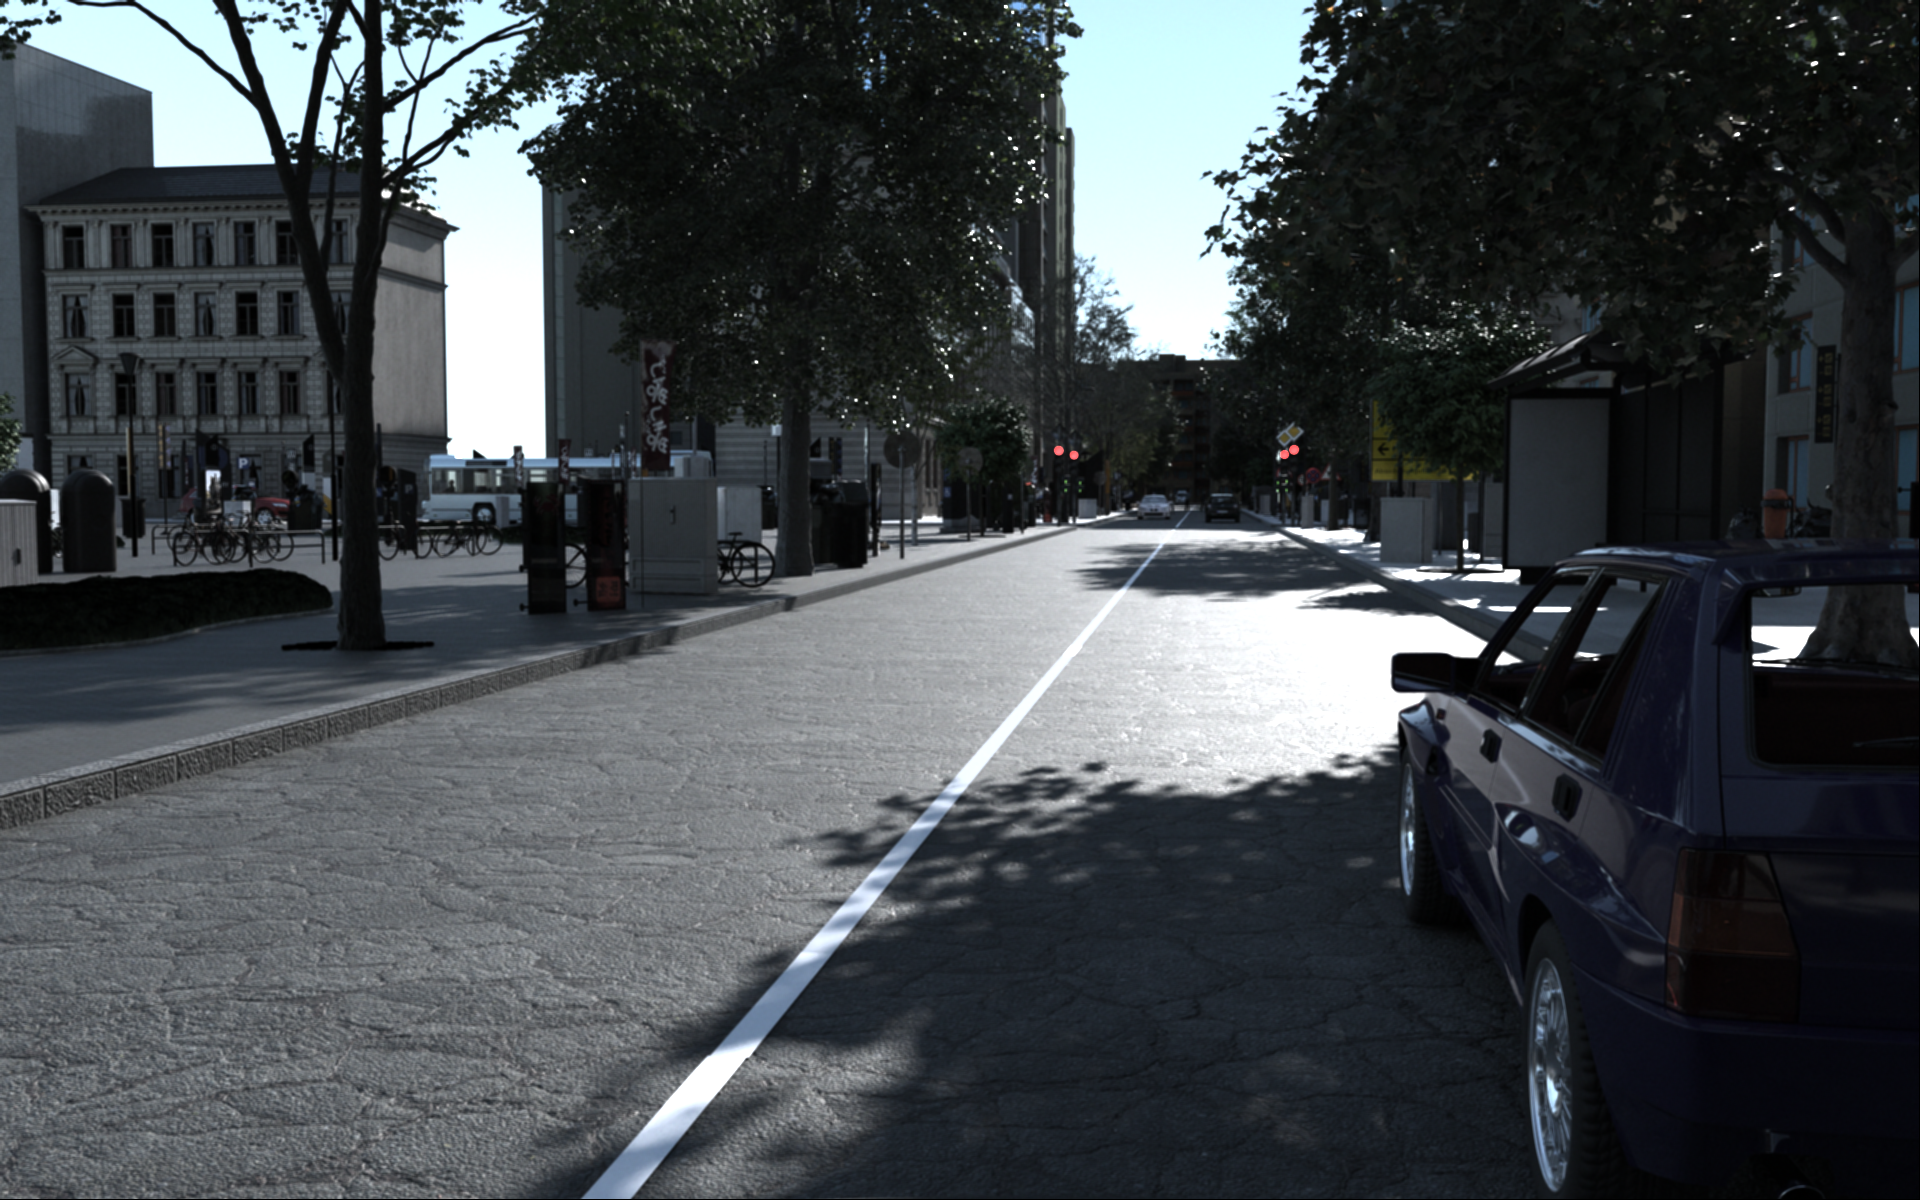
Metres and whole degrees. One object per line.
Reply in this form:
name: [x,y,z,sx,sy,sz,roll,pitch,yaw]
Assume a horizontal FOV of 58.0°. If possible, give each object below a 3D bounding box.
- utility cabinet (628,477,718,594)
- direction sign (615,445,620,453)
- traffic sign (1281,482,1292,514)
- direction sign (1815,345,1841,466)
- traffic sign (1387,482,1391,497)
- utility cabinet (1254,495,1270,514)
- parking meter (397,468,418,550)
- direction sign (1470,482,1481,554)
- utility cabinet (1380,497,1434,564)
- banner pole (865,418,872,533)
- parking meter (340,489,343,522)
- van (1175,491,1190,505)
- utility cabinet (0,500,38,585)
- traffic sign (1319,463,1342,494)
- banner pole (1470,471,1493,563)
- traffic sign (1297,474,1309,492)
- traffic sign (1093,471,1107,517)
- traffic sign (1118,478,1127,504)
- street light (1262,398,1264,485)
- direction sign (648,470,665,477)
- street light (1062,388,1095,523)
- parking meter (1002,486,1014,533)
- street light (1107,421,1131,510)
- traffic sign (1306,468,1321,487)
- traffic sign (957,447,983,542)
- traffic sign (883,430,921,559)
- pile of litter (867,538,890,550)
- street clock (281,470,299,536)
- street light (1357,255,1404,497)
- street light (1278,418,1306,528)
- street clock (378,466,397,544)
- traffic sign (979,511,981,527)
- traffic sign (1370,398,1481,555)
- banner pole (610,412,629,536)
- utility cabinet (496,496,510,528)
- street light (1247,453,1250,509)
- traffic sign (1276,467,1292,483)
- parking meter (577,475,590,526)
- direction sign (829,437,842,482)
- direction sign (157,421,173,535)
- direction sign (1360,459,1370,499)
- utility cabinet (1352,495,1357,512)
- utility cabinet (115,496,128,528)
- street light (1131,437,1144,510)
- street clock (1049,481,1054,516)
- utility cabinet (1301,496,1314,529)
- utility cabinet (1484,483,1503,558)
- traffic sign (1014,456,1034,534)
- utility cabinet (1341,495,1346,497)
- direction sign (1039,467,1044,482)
utility cabinet: [-3.696,-0.830,22.249,1.173,1.500,0.318,2,4,25]
direction sign: [-15.611,-5.349,79.452,0.379,3.537,0.876,-2,4,-34]
traffic sign: [21.269,-6.890,112.653,0.884,2.594,0.081,1,4,14]
direction sign: [13.283,-2.094,26.241,0.379,3.537,0.876,-1,4,-17]
traffic sign: [9.763,-2.403,39.391,0.768,2.556,0.104,1,4,10]
utility cabinet: [20.564,-6.565,118.497,0.306,1.237,1.020,-2,4,-34]
parking meter: [-12.658,-2.079,39.697,0.399,1.863,0.255,-3,4,-38]
direction sign: [11.237,-2.776,37.377,0.876,3.537,0.379,0,4,6]
utility cabinet: [8.327,-1.293,32.296,0.306,1.237,1.020,-3,4,-36]
banner pole: [-3.070,-4.112,57.251,0.401,3.779,0.863,-1,4,-14]
parking meter: [-28.652,-4.417,80.624,0.372,1.533,0.369,0,3,0]
van: [28.796,-13.286,224.241,2.013,2.044,4.112,0,4,8]
utility cabinet: [-11.271,-0.557,20.267,0.306,1.237,1.020,1,4,11]
traffic sign: [14.343,-4.109,67.181,0.884,2.594,0.081,1,4,13]
banner pole: [9.685,-2.560,31.874,0.401,3.779,0.863,0,4,4]
traffic sign: [21.338,-6.581,107.703,0.768,2.556,0.104,1,4,16]
traffic sign: [7.773,-5.889,96.393,0.768,2.556,0.104,1,4,14]
traffic sign: [12.675,-8.258,135.122,0.768,2.556,0.104,1,4,9]
street light: [15.042,-6.795,83.634,1.470,5.913,1.316,0,4,8]
direction sign: [-10.443,-4.125,59.438,0.876,3.537,0.379,2,4,34]
street light: [5.185,-6.319,75.858,1.470,5.913,1.316,0,4,8]
parking meter: [1.579,-2.960,56.808,0.372,1.533,0.369,0,3,0]
street light: [9.782,-8.324,108.638,1.470,5.913,1.316,0,4,8]
traffic sign: [17.030,-5.105,83.568,0.768,2.556,0.104,1,4,13]
traffic sign: [0.236,-2.846,46.645,0.768,2.556,0.104,1,4,15]
traffic sign: [-1.151,-2.095,34.366,0.768,2.556,0.104,1,4,10]
pile of litter: [-2.273,-1.639,40.765,1.176,0.858,1.719,-1,4,-14]
street clock: [-20.464,-2.961,52.983,0.471,2.002,0.358,1,4,9]
street light: [8.004,-3.734,33.595,1.470,5.913,1.316,0,4,8]
street light: [12.666,-5.739,66.366,1.470,5.913,1.316,0,4,8]
street clock: [-14.778,-2.461,44.811,0.471,2.002,0.358,0,4,2]
traffic sign: [0.657,-3.561,58.334,0.768,2.556,0.104,1,4,11]
traffic sign: [9.764,-2.598,36.354,2.265,3.308,0.079,1,4,13]
banner pole: [-10.301,-3.864,53.187,0.401,3.779,0.863,-2,4,-30]
utility cabinet: [-16.944,-3.244,64.204,0.306,1.237,1.020,-2,4,-26]
street light: [19.788,-8.798,116.393,1.470,5.913,1.316,0,4,8]
traffic sign: [14.707,-4.796,78.517,0.768,2.556,0.104,1,4,17]
parking meter: [-11.608,-2.921,53.467,0.399,1.863,0.255,3,4,36]
direction sign: [-4.985,-4.730,69.327,0.379,3.537,0.876,2,4,30]
direction sign: [-24.918,-3.809,54.273,0.379,3.537,0.876,0,4,-1]
direction sign: [25.929,-7.260,110.696,0.876,3.537,0.379,-1,4,-20]
utility cabinet: [28.934,-7.085,127.008,0.306,1.237,1.020,1,4,17]
utility cabinet: [-32.141,-3.342,65.801,0.306,1.237,1.020,3,4,36]
street light: [14.531,-10.381,142.273,1.470,5.913,1.316,0,4,8]
street clock: [5.313,-5.815,99.647,0.358,2.002,0.471,2,4,35]
utility cabinet: [12.784,-3.216,63.736,0.306,1.237,1.020,1,4,22]
utility cabinet: [10.938,-1.563,34.232,1.173,1.500,0.318,0,4,4]
traffic sign: [2.024,-3.427,56.138,0.768,2.556,0.104,1,4,10]
utility cabinet: [23.992,-6.050,110.080,0.306,1.237,1.020,-3,5,-44]
direction sign: [6.610,-9.258,143.358,0.379,3.537,0.876,3,5,44]
